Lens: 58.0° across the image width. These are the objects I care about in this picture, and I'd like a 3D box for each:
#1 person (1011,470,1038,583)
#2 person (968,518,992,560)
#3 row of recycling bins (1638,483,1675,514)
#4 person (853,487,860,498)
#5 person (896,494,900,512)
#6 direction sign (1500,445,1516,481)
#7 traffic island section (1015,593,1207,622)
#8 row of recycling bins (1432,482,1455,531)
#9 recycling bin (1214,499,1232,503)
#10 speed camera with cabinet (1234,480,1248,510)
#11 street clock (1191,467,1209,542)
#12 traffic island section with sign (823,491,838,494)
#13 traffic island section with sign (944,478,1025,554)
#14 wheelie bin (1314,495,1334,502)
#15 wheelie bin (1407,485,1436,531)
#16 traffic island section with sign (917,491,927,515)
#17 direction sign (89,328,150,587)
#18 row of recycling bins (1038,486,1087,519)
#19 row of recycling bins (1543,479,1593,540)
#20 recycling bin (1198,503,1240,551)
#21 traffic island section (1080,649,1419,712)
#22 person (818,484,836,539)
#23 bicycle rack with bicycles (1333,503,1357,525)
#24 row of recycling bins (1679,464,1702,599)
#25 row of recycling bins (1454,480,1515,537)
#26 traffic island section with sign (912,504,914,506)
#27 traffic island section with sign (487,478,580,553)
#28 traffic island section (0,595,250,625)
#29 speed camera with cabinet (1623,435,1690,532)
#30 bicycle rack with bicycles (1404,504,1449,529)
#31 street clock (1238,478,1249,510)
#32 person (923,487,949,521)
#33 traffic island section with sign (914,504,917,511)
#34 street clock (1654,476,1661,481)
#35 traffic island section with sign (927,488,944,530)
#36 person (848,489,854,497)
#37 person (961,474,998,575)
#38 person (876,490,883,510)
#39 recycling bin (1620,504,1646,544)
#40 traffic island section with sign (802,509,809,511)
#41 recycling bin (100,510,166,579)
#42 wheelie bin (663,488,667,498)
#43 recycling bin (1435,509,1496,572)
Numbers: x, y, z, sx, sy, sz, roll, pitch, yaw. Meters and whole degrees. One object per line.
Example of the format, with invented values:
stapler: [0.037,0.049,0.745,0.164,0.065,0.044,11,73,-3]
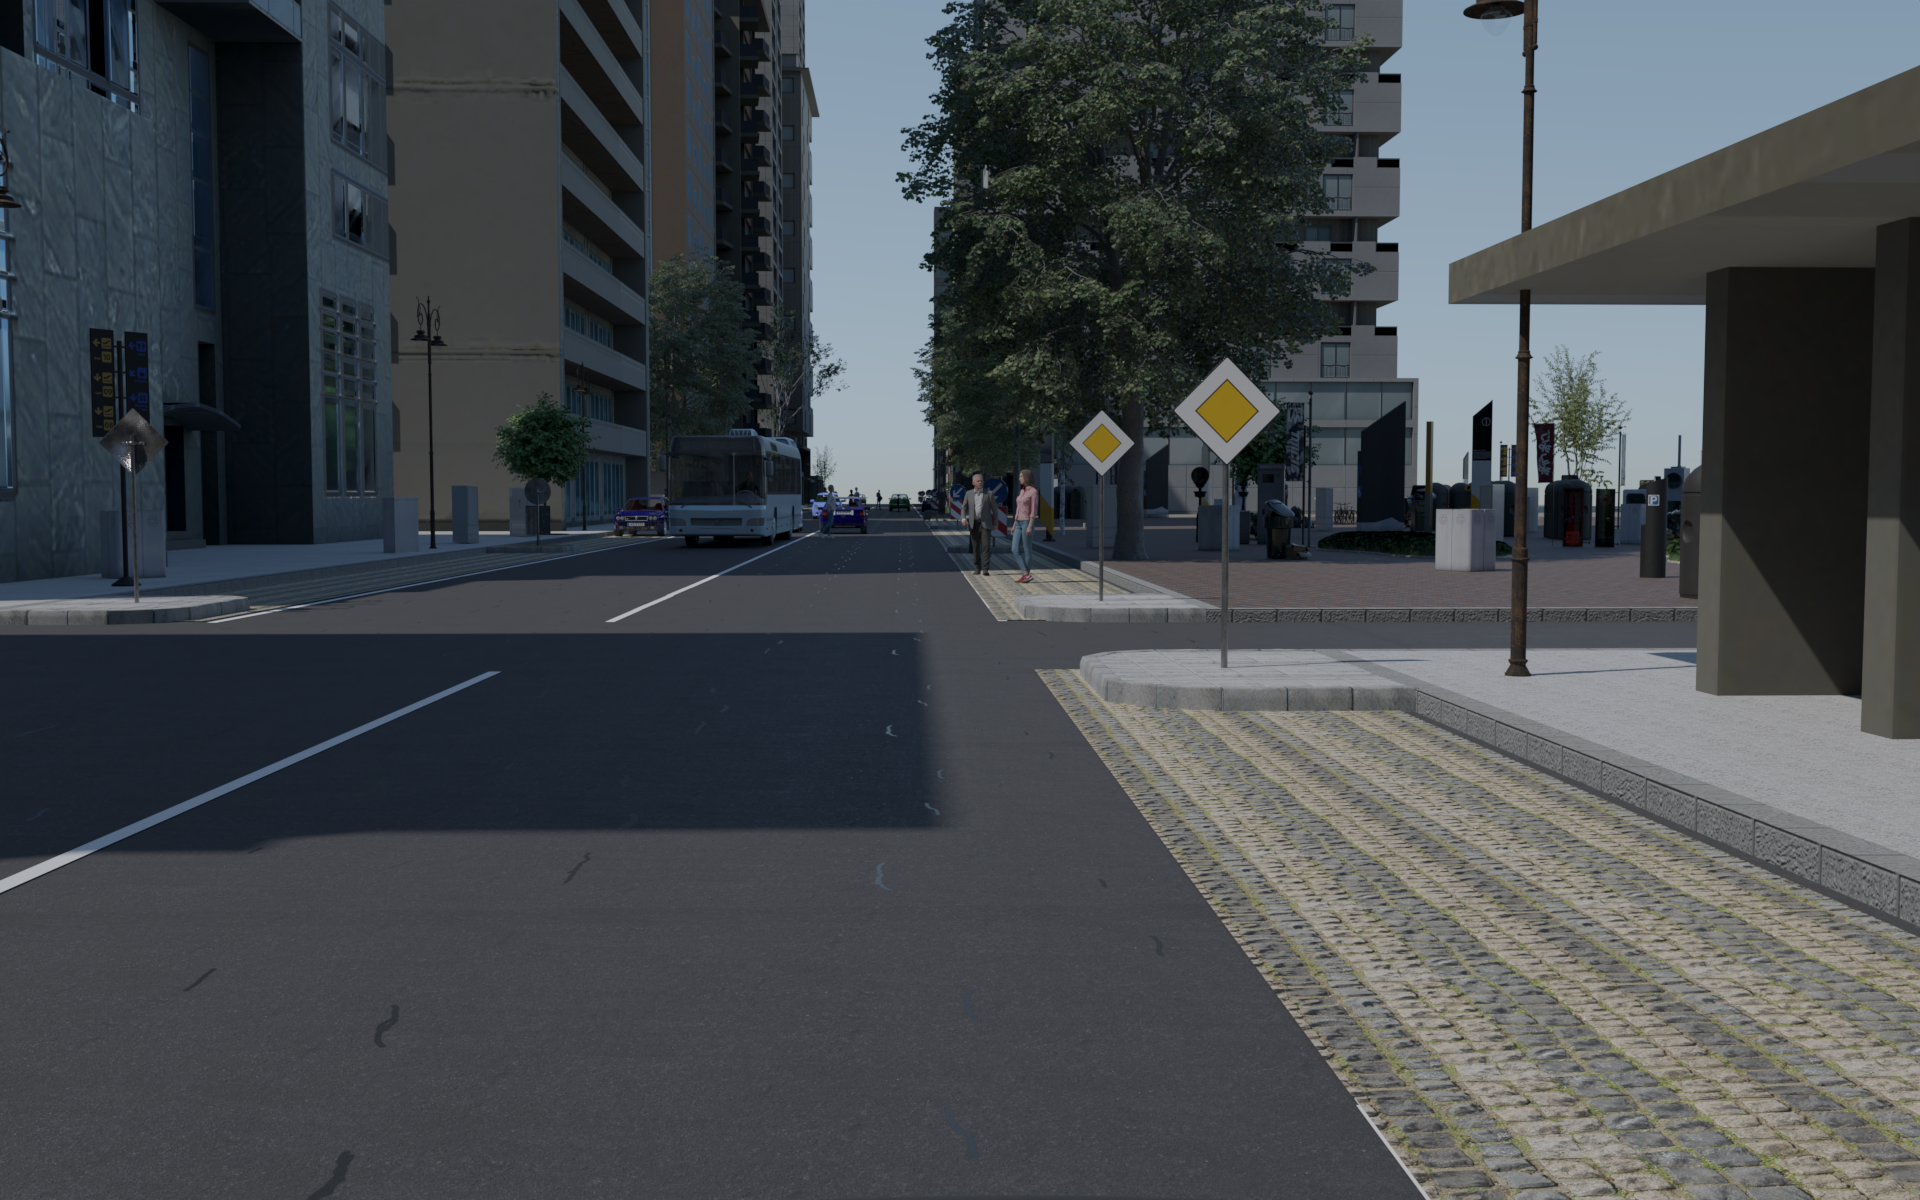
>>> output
person: [1.018,-1.177,27.753,0.388,1.821,0.555,-3,5,-42]
person: [0.417,-1.754,37.595,0.576,1.772,0.534,1,4,19]
row of recycling bins: [26.278,-3.425,63.106,1.069,1.692,3.534,-2,4,-34]
person: [-5.675,-5.325,95.580,0.581,1.822,0.654,-3,5,-44]
person: [-4.901,-7.640,136.674,0.557,1.426,1.065,0,4,-7]
direction sign: [25.113,-5.337,79.259,0.876,3.537,0.379,0,4,-8]
traffic island section: [1.712,0.092,20.777,2.009,0.180,2.903,0,4,-2]
row of recycling bins: [18.152,-3.314,61.296,3.534,1.692,1.069,0,4,-6]
recycling bin: [13.639,-4.731,89.907,0.722,1.027,0.722,2,4,33]
speed camera with cabinet: [13.775,-5.546,85.017,0.660,3.252,2.038,0,4,7]
street clock: [6.359,-2.528,45.896,0.471,2.002,0.358,1,4,12]
traffic island section with sign: [-15.637,-11.874,202.774,1.989,1.847,2.006,0,4,-2]
traffic island section with sign: [0.690,-2.061,42.318,1.989,1.847,2.006,0,4,-2]
wheelie bin: [18.960,-5.035,90.224,0.980,1.594,0.693,1,4,10]
wheelie bin: [16.013,-3.185,59.982,0.980,1.594,0.693,0,4,-2]
traffic island section with sign: [-1.844,-6.859,120.771,1.989,1.847,2.006,0,4,-2]
direction sign: [-11.639,-1.962,24.072,0.379,3.537,0.876,2,4,28]
row of recycling bins: [5.335,-5.076,90.112,1.069,1.692,3.534,-3,4,-36]
row of recycling bins: [17.386,-2.605,49.700,1.069,1.692,3.534,1,4,10]
recycling bin: [5.900,-1.646,39.467,0.722,1.027,0.722,3,4,36]
traffic island section: [1.970,0.580,12.796,2.009,0.180,2.903,0,4,-2]
person: [-4.265,-2.844,55.679,0.598,1.740,0.731,-1,4,-18]
bicycle rack with bicycles: [16.533,-3.608,72.379,2.925,0.926,2.852,-3,5,-43]
row of recycling bins: [10.615,-0.843,20.894,3.534,1.692,1.069,1,4,16]
row of recycling bins: [16.441,-2.840,53.540,1.069,1.692,3.534,0,4,-1]
traffic island section with sign: [-4.503,-11.903,203.246,1.989,1.847,2.006,0,4,-2]
traffic island section with sign: [-10.441,-2.080,42.635,1.989,1.847,2.006,0,4,-2]
traffic island section: [-9.723,0.114,20.414,2.009,0.180,2.903,0,4,-2]
speed camera with cabinet: [23.437,-3.914,58.327,2.038,3.252,0.660,3,5,43]
bicycle rack with bicycles: [17.760,-3.086,63.834,2.852,0.926,2.925,-3,4,-36]
street clock: [8.976,-3.077,54.881,0.358,2.002,0.471,1,4,11]
person: [-1.220,-5.097,92.046,0.699,1.804,1.509,-3,5,-42]
traffic island section with sign: [-2.723,-8.507,147.712,1.989,1.847,2.006,0,4,-2]
street clock: [27.907,-3.962,69.347,0.358,2.002,0.471,1,4,13]
traffic island section with sign: [-0.222,-3.775,70.350,1.989,1.847,2.006,0,4,-2]
person: [-7.089,-6.281,111.877,0.721,1.739,1.217,3,5,40]
person: [0.345,-1.313,30.373,0.661,1.777,0.834,0,4,0]
person: [-7.291,-9.101,157.169,0.599,1.838,0.709,3,5,43]
recycling bin: [17.468,-1.952,44.462,0.722,1.027,0.722,-1,4,-20]
traffic island section with sign: [-13.845,-8.485,147.363,1.989,1.847,2.006,0,4,-2]
recycling bin: [-12.704,-0.859,26.601,0.722,1.027,0.722,3,5,43]
wheelie bin: [-15.657,-5.255,93.826,0.980,1.594,0.693,0,4,-5]
recycling bin: [8.444,-1.001,28.916,0.722,1.027,0.722,-3,4,-37]
